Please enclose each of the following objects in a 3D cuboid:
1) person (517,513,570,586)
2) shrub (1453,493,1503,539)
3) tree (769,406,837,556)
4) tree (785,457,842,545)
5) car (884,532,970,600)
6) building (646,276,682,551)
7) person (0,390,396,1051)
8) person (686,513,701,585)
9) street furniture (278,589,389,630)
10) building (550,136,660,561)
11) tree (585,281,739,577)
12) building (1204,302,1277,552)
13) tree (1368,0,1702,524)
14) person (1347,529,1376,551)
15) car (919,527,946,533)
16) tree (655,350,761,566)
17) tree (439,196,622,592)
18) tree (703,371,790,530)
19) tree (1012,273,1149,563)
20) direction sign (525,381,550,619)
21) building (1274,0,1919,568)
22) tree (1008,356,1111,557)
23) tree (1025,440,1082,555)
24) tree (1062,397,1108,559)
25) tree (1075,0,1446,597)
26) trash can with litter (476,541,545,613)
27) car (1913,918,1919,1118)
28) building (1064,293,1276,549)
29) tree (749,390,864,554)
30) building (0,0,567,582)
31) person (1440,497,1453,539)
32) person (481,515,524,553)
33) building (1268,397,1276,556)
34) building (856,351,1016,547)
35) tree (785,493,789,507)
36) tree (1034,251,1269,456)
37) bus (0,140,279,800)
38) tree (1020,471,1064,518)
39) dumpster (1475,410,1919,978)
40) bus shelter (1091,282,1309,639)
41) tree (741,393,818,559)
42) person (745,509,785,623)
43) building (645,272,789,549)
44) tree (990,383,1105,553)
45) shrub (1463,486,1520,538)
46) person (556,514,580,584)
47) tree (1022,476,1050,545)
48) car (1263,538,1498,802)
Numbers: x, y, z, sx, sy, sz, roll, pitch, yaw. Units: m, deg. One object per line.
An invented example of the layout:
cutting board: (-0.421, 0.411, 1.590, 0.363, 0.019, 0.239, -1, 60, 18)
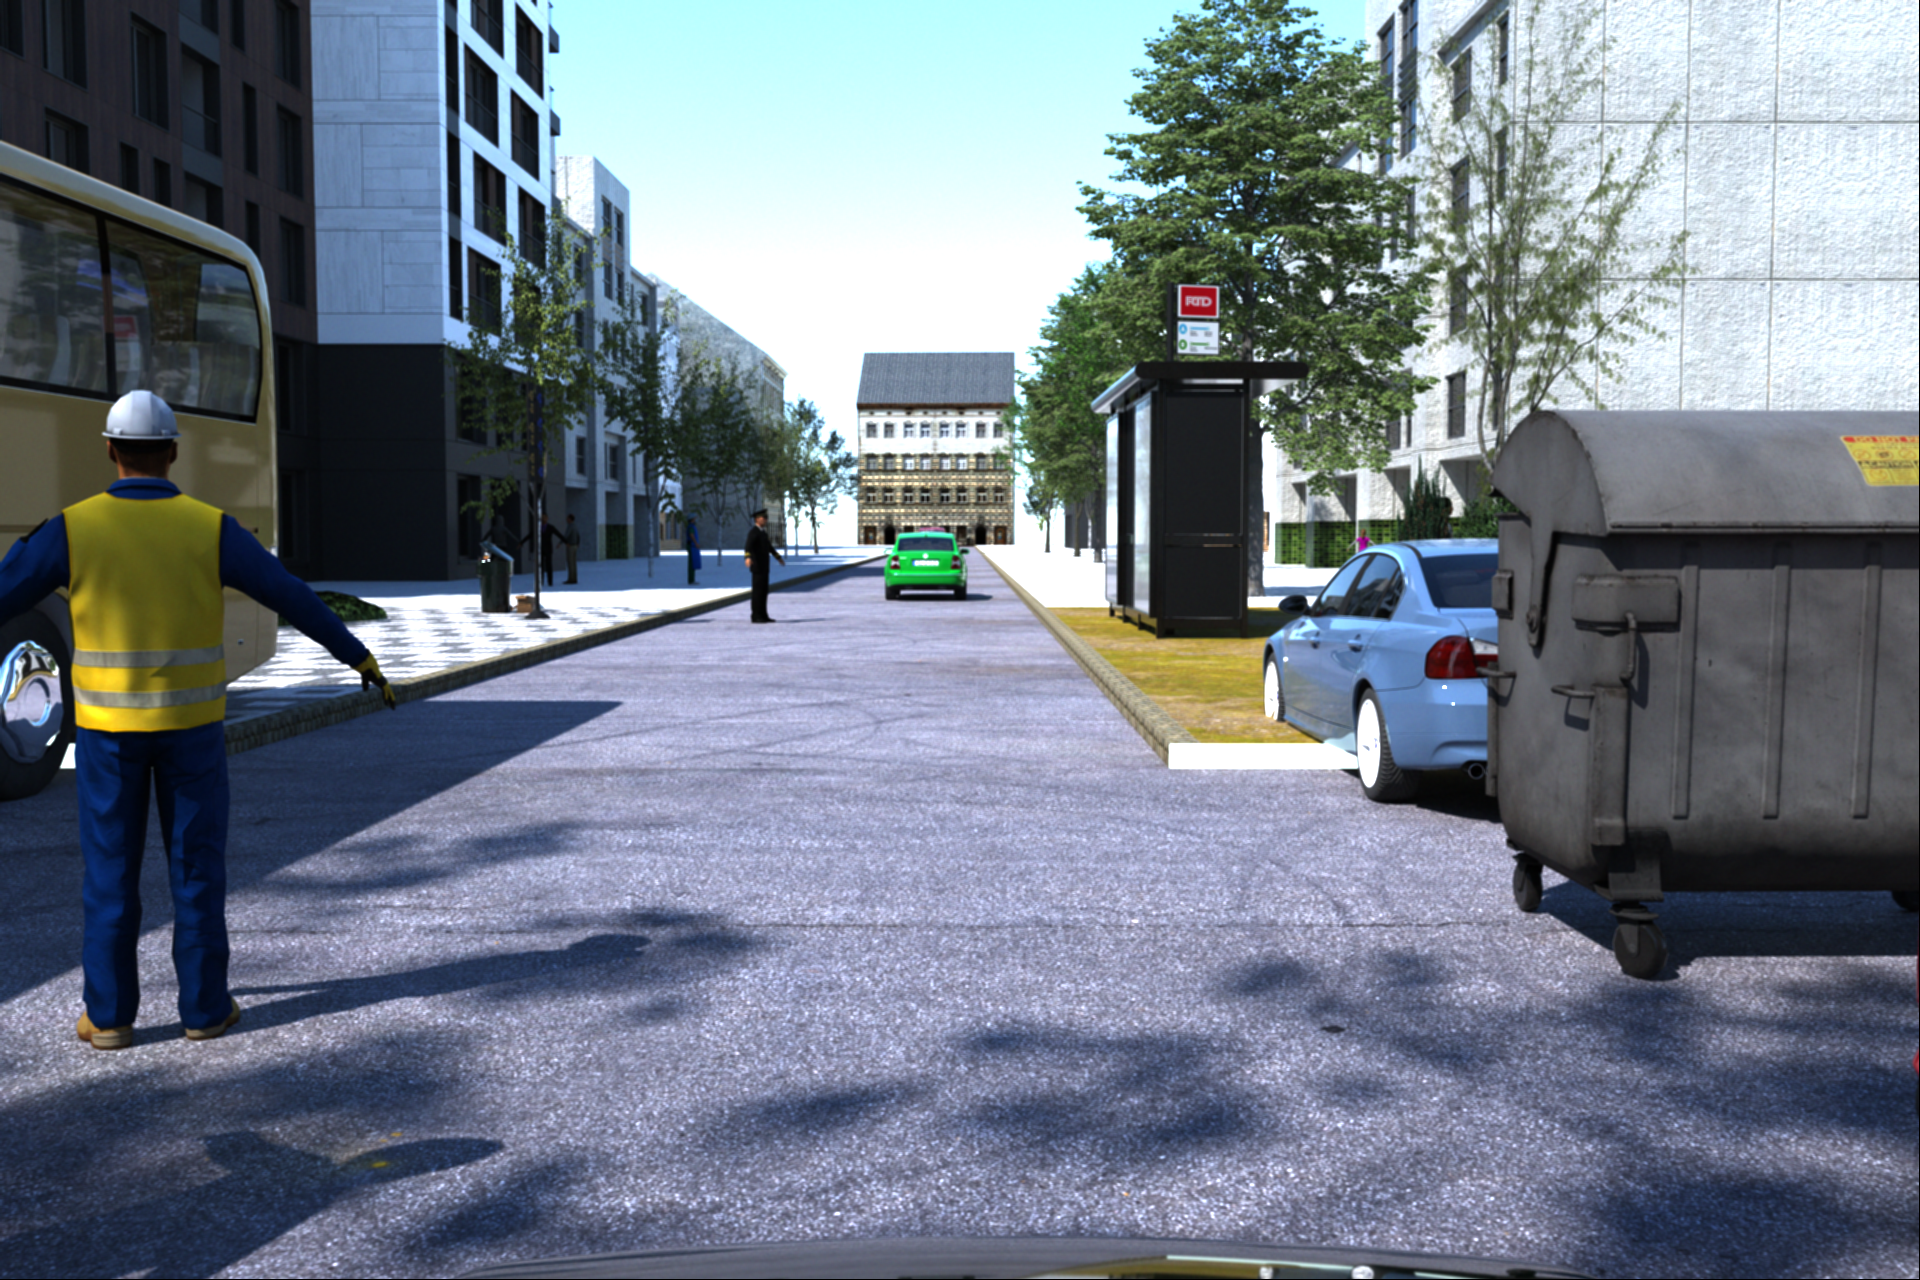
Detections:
person: (-10.305, -2.246, 42.945, 1.346, 1.802, 0.704, 0, 4, 2)
shrub: (8.914, -1.520, 28.902, 1.661, 2.075, 1.752, 0, 3, 0)
tree: (-9.269, -9.088, 98.951, 4.737, 8.622, 4.395, 0, 3, 0)
tree: (-17.680, -16.776, 208.691, 7.601, 10.594, 8.767, 0, 4, 8)
car: (-0.754, -1.847, 38.993, 1.959, 1.807, 4.718, 0, 4, -1)
building: (-27.627, -16.636, 128.417, 16.016, 20.090, 11.380, 0, 4, -1)
person: (-2.299, 0.214, 4.920, 1.349, 1.833, 0.705, -2, 4, -24)
person: (-6.747, -2.308, 43.860, 0.704, 1.817, 1.347, -1, 4, -12)
street furniture: (-11.307, -0.383, 21.888, 5.734, 0.657, 10.072, 1, 4, 9)
building: (-25.427, -13.138, 81.260, 16.747, 18.905, 31.486, 0, 4, 1)
tree: (-8.969, -6.176, 51.342, 4.737, 8.622, 4.395, 0, 3, 0)
building: (24.744, -17.259, 138.596, 16.016, 20.090, 11.380, 0, 4, 1)
tree: (7.065, -4.467, 23.398, 4.360, 8.622, 3.978, 0, 3, 0)
person: (11.576, -2.470, 49.656, 0.991, 1.433, 0.599, 2, 4, 26)
car: (-1.577, -5.472, 98.132, 2.281, 1.827, 5.304, 0, 3, 0)
tree: (-9.781, -7.280, 69.391, 4.737, 8.622, 4.395, 0, 3, 0)
tree: (-9.406, -5.373, 38.212, 4.737, 8.622, 4.395, 0, 3, 0)
tree: (-9.385, -7.804, 77.965, 4.360, 8.622, 3.978, 0, 3, 0)
tree: (5.708, -9.660, 76.076, 7.486, 12.596, 7.792, 0, 3, 0)
direction sign: (-6.415, -2.091, 26.191, 0.379, 3.537, 0.876, 0, 4, 0)
building: (21.830, -11.718, 58.050, 16.747, 18.905, 31.486, 0, 3, 0)
tree: (6.686, -10.428, 96.248, 9.928, 11.665, 9.643, 0, 3, 0)
tree: (5.949, -9.679, 108.615, 4.737, 8.622, 4.395, 0, 3, 0)
tree: (6.338, -8.380, 87.373, 4.360, 8.622, 3.978, 0, 3, 0)
tree: (5.670, -7.163, 35.250, 7.486, 12.596, 7.792, 0, 3, 0)
trash can with litter: (-7.315, -1.028, 28.197, 1.055, 1.170, 0.624, 0, 4, 2)
car: (2.850, 0.443, 1.805, 2.155, 1.783, 4.494, 0, 3, 0)
building: (23.657, -19.533, 163.338, 27.936, 21.610, 32.646, 0, 3, 0)
tree: (-9.535, -10.860, 111.974, 7.601, 10.594, 8.767, 3, 4, 39)
building: (-27.854, -12.254, 44.327, 27.936, 21.610, 32.646, 0, 4, 0)
person: (7.072, -1.168, 25.248, 0.704, 1.843, 1.345, 1, 4, 15)
person: (-12.992, -2.621, 48.982, 1.348, 1.813, 0.705, 1, 4, 16)
building: (23.015, -9.061, 90.293, 9.099, 9.664, 28.070, 0, 4, 0)
building: (-2.457, -22.890, 207.631, 18.063, 23.208, 19.493, 0, 4, 2)
tree: (-21.407, -15.409, 202.295, 4.360, 8.622, 3.978, 0, 3, 0)
tree: (6.617, -8.242, 60.510, 9.928, 11.665, 9.643, 0, 3, 0)
bus: (-6.246, -0.915, 6.510, 2.896, 3.916, 12.252, 0, 4, 0)
tree: (10.522, -16.331, 201.426, 7.601, 10.594, 8.767, 0, 4, 5)
dumpster: (2.879, 0.132, 6.064, 1.865, 1.857, 1.264, 0, 4, -1)
bus shelter: (3.138, -2.917, 25.328, 2.179, 5.291, 8.768, 0, 4, -1)
tree: (-8.889, -8.526, 89.770, 4.360, 8.622, 3.978, 0, 3, 0)
person: (-3.203, -1.199, 27.995, 0.705, 1.837, 1.347, 1, 4, 19)
building: (-25.850, -19.793, 154.536, 19.493, 23.208, 18.063, 0, 3, 0)
tree: (5.879, -11.666, 116.487, 9.928, 11.665, 9.643, 0, 3, 0)
shrub: (5.752, -0.805, 17.575, 1.690, 2.028, 1.600, 0, 3, 0)
person: (-10.054, -2.349, 44.681, 0.705, 1.796, 1.348, 1, 4, 9)
tree: (9.650, -15.805, 208.770, 4.737, 8.622, 4.395, 0, 3, 0)
car: (3.040, 0.088, 10.563, 2.014, 1.417, 4.499, 0, 4, -1)
